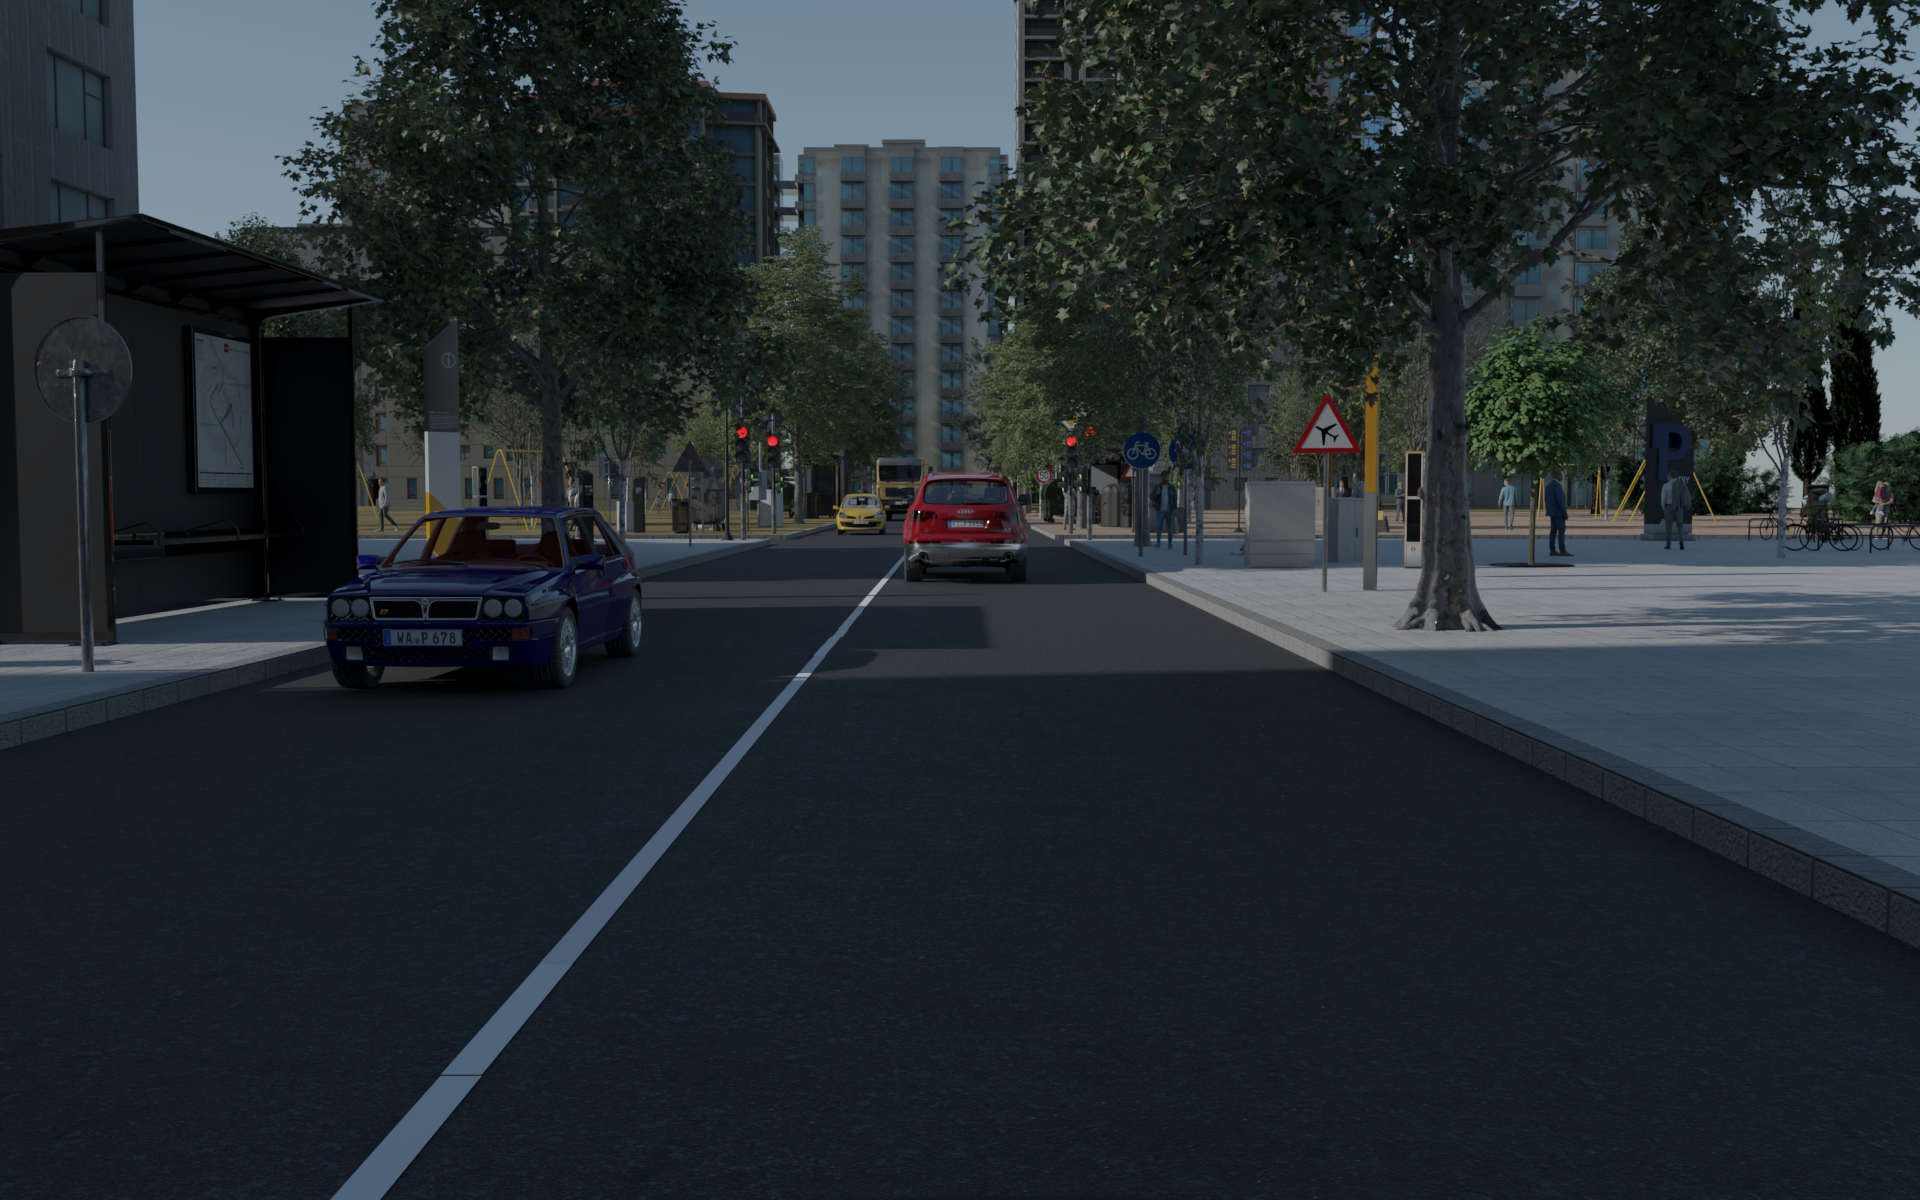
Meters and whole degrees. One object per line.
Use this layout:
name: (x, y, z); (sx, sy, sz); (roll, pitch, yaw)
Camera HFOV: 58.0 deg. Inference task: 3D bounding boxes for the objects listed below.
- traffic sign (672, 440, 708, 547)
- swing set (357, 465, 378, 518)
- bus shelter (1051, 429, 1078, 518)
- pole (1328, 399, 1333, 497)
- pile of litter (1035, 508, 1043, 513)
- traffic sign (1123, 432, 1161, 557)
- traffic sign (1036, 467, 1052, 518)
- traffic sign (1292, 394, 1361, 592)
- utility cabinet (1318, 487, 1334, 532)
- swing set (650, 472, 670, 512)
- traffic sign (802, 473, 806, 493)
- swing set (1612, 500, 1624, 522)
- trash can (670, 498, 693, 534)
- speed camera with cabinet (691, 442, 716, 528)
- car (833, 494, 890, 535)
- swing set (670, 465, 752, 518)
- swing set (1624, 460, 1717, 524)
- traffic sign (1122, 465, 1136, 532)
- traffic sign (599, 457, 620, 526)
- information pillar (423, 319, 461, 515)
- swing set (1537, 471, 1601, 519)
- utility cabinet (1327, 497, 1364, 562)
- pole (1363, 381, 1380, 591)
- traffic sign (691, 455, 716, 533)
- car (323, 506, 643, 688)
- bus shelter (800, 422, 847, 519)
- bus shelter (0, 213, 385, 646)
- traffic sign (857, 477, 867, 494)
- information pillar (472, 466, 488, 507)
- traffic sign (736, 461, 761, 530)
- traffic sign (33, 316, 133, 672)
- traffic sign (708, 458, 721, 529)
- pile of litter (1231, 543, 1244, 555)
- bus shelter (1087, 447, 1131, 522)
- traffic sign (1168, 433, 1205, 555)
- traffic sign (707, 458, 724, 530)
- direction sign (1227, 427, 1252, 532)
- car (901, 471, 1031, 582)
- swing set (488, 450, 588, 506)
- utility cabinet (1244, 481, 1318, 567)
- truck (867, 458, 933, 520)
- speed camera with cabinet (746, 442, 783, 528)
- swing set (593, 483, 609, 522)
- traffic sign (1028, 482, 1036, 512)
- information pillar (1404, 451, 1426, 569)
traffic sign: (-6.549, -2.569, 42.003); (0.884, 2.594, 0.081); (0, 4, 7)
swing set: (-33.033, -5.752, 91.670); (2.862, 2.851, 3.119); (2, 4, 28)
bus shelter: (6.301, -7.342, 97.669); (2.179, 5.291, 8.768); (0, 3, 0)
pole: (7.948, -2.665, 37.410); (0.158, 3.312, 0.155); (0, 3, 0)
pile of litter: (5.773, -6.366, 118.053); (1.176, 0.858, 1.719); (-1, 4, -19)
traffic sign: (3.701, -2.157, 35.376); (0.768, 2.556, 0.104); (0, 4, 3)
traffic sign: (4.023, -5.060, 82.845); (0.768, 2.556, 0.104); (0, 4, 4)
traffic sign: (4.769, -1.381, 22.585); (0.884, 2.594, 0.081); (0, 4, 4)
utility cabinet: (11.943, -3.027, 58.167); (1.173, 1.500, 0.318); (2, 4, 24)
swing set: (-20.404, -7.729, 123.986); (2.862, 2.851, 3.119); (0, 4, 5)
traffic sign: (-9.338, -6.343, 103.820); (0.768, 2.556, 0.104); (0, 4, 4)
swing set: (31.703, -5.033, 79.905); (2.862, 2.851, 3.119); (1, 4, 23)
trash can: (-9.053, -2.729, 56.278); (0.748, 1.137, 0.748); (0, 3, 0)
speed camera with cabinet: (-9.752, -4.365, 65.700); (0.660, 3.252, 2.038); (-1, 4, -22)
car: (-3.508, -3.166, 61.993); (2.015, 1.641, 3.980); (0, 4, -2)
swing set: (-13.172, -5.782, 92.154); (3.119, 2.851, 2.862); (-3, 5, -43)
swing set: (31.084, -4.770, 75.604); (2.862, 2.851, 3.119); (0, 4, 4)
traffic sign: (5.913, -3.581, 58.549); (0.884, 2.594, 0.081); (0, 4, 3)
traffic sign: (-9.772, -2.825, 48.324); (0.606, 2.300, 0.079); (0, 4, 4)
information pillar: (-6.909, -1.946, 23.176); (0.183, 3.616, 0.504); (3, 5, 44)
swing set: (31.743, -5.677, 90.445); (3.119, 2.851, 2.862); (2, 4, 25)
utility cabinet: (7.326, -1.330, 32.903); (0.306, 1.237, 1.020); (3, 5, 43)
pole: (5.465, -1.782, 22.981); (0.158, 3.312, 0.155); (0, 3, 0)
traffic sign: (-8.519, -3.506, 57.322); (0.884, 2.594, 0.081); (0, 4, 4)
car: (-3.732, -0.089, 14.038); (1.945, 1.354, 3.894); (0, 4, 1)
bus shelter: (-7.508, -7.106, 93.822); (2.179, 5.291, 8.768); (0, 4, 0)
bus shelter: (-7.696, -1.612, 17.639); (1.731, 3.624, 6.357); (0, 3, 0)
traffic sign: (-7.118, -7.706, 126.100); (0.768, 2.556, 0.104); (0, 4, 2)
information pillar: (-12.738, -2.540, 46.023); (0.304, 2.012, 0.304); (-3, 5, -43)
traffic sign: (-7.455, -3.727, 60.935); (0.884, 2.594, 0.081); (0, 4, 1)
traffic sign: (-6.296, -0.754, 12.431); (0.768, 2.556, 0.104); (1, 4, 8)
traffic sign: (-9.097, -3.840, 62.794); (0.884, 2.594, 0.081); (0, 4, 6)
pile of litter: (6.487, -1.395, 36.776); (1.719, 0.858, 1.176); (-1, 4, -17)
bus shelter: (6.648, -5.107, 77.428); (2.014, 3.302, 5.546); (0, 3, 0)
traffic sign: (4.716, -2.206, 36.176); (0.768, 2.556, 0.104); (0, 4, 0)
traffic sign: (-8.694, -3.730, 61.095); (0.768, 2.556, 0.104); (0, 4, 3)
direction sign: (9.417, -4.061, 58.391); (0.876, 3.537, 0.379); (2, 4, 32)
car: (0.104, -1.294, 29.838); (2.281, 1.827, 5.304); (0, 4, 0)
swing set: (-15.428, -3.932, 61.904); (2.862, 2.851, 3.119); (2, 4, 34)
utility cabinet: (5.547, -1.308, 30.058); (1.173, 1.500, 0.318); (0, 4, -7)
truck: (-3.212, -6.033, 94.570); (3.469, 3.379, 9.791); (0, 4, -1)
speed camera with cabinet: (-7.545, -4.439, 66.915); (0.660, 3.252, 2.038); (1, 4, 21)
swing set: (-16.797, -4.614, 73.062); (2.862, 2.851, 3.119); (1, 4, 18)
traffic sign: (4.943, -7.432, 121.625); (0.768, 2.556, 0.104); (0, 4, 8)
information pillar: (7.841, -1.551, 29.850); (0.304, 2.012, 0.304); (1, 4, 22)
